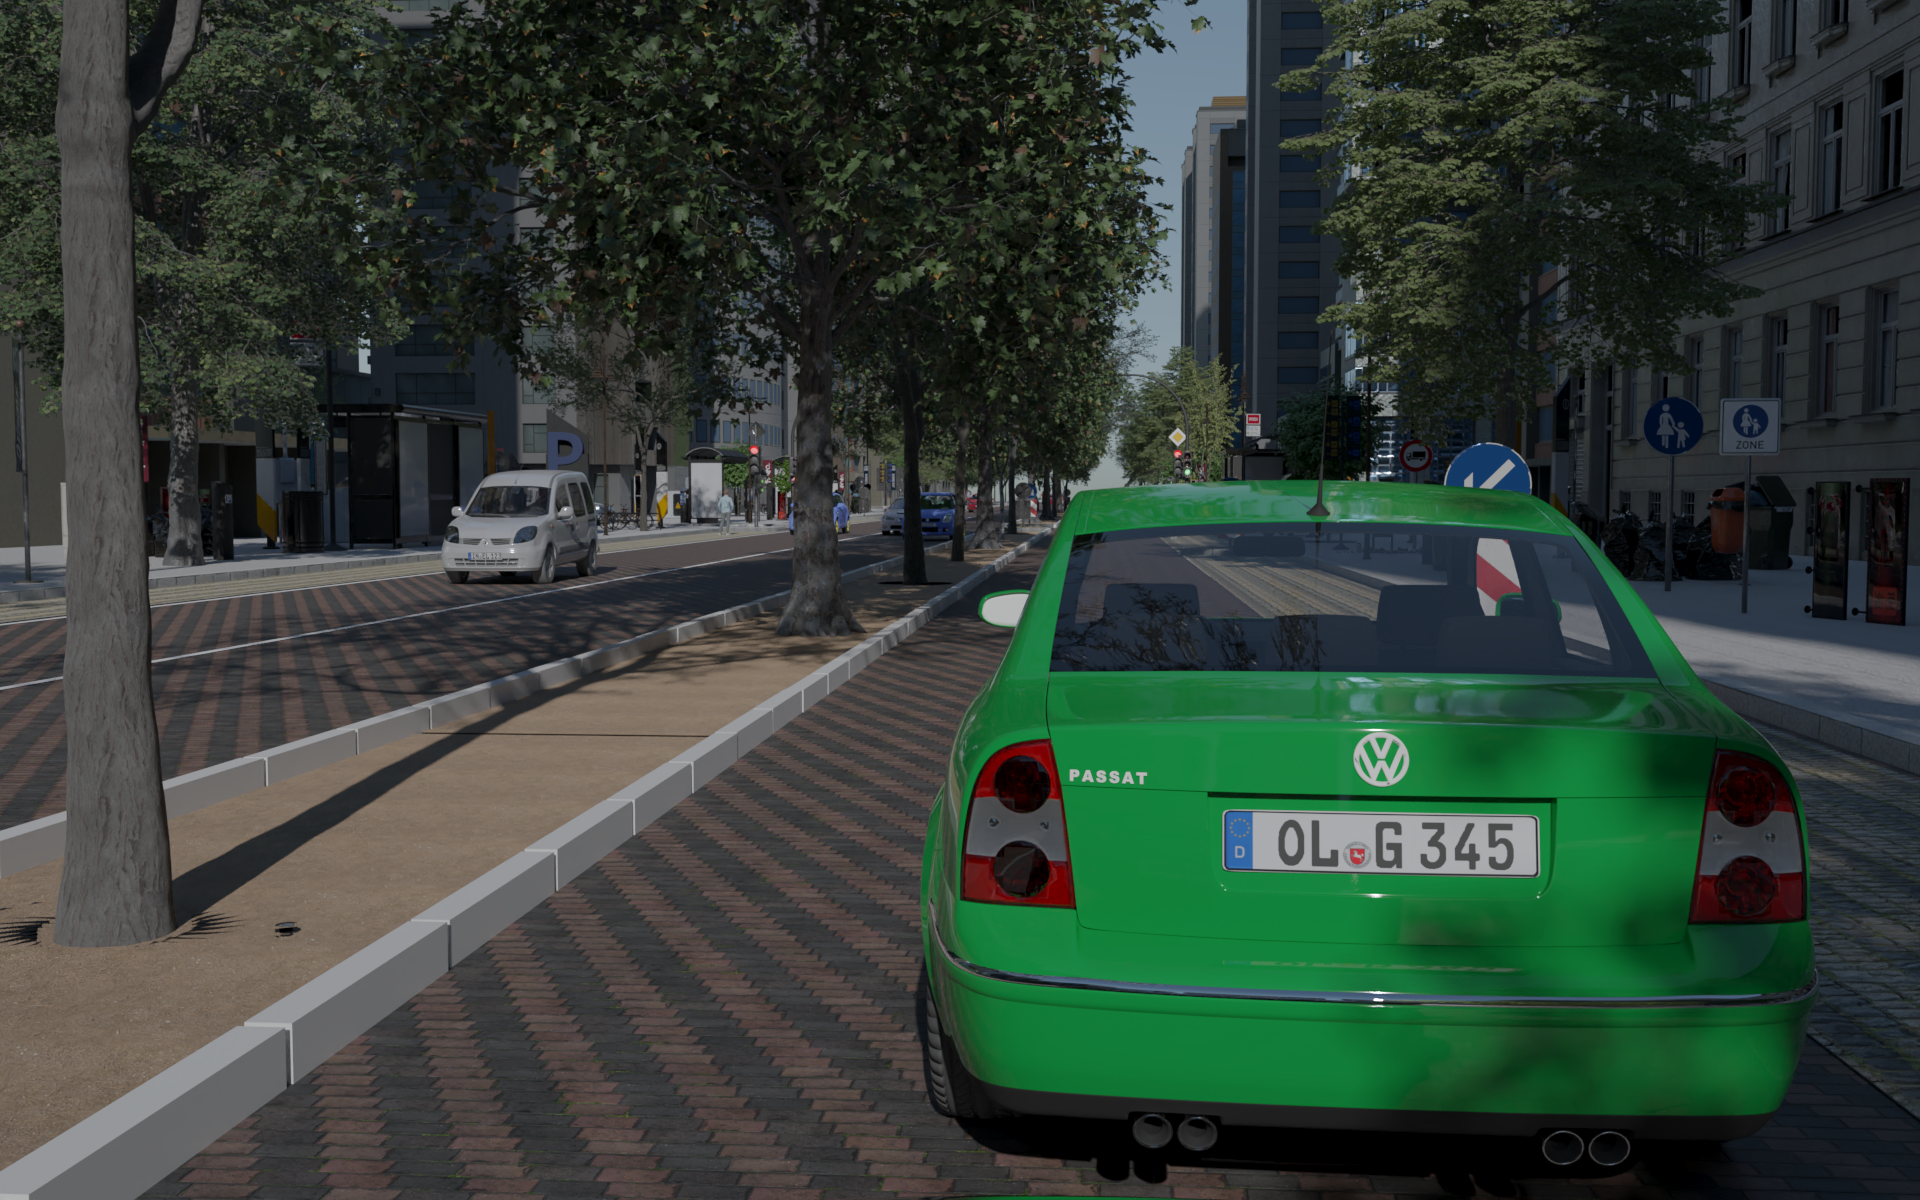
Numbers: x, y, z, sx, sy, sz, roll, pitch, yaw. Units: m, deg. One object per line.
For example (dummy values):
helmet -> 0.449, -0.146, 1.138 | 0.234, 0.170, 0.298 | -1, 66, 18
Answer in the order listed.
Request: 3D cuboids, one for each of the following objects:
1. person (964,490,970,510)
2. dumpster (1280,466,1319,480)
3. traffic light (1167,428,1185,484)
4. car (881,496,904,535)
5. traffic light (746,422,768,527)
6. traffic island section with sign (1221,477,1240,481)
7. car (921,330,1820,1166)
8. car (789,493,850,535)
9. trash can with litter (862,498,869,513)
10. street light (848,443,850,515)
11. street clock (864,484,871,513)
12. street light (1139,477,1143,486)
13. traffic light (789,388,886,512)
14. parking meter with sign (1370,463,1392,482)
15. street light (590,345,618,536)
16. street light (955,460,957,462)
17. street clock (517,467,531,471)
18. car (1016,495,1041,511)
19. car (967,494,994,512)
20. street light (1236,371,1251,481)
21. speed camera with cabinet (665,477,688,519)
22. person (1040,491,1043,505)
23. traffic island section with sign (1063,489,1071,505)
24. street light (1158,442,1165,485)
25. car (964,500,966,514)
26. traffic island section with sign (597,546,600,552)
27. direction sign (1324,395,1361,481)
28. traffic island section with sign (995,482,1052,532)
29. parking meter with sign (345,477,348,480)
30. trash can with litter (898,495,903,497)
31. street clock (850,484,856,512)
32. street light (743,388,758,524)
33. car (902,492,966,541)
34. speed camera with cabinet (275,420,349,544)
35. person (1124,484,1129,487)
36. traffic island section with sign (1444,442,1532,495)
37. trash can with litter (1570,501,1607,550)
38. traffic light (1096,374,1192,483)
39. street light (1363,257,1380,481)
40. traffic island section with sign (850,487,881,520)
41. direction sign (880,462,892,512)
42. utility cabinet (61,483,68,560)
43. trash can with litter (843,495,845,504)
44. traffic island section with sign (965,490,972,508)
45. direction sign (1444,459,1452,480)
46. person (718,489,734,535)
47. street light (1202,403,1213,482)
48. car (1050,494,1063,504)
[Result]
person -> 0.633, -9.184, 158.522 | 0.599, 1.838, 0.709 | 1, 4, 20
dumpster -> 10.499, -3.105, 53.265 | 1.502, 2.255, 1.985 | 0, 4, 4
traffic light -> 9.209, -5.170, 73.454 | 0.839, 4.253, 0.868 | 0, 4, 5
car -> -1.659, -3.021, 61.757 | 2.083, 1.381, 4.827 | 0, 4, 5
traffic light -> -7.854, -4.765, 66.826 | 0.839, 4.253, 0.868 | 0, 4, 5
traffic island section with sign -> 6.244, -1.981, 41.011 | 1.989, 1.847, 2.006 | 0, 4, 5
car -> 0.970, 0.216, 5.259 | 1.959, 1.807, 4.718 | 0, 4, 6
car -> -5.009, -3.192, 61.781 | 1.945, 1.707, 3.694 | 0, 4, 6
trash can with litter -> -6.501, -6.544, 118.380 | 0.624, 1.170, 1.055 | 0, 4, -3
street light -> -6.779, -8.118, 105.511 | 0.468, 5.910, 1.993 | 0, 4, 5
street clock -> -6.390, -7.061, 120.017 | 0.471, 2.002, 0.358 | 0, 4, -4
street light -> 25.381, -16.633, 244.736 | 0.468, 5.910, 1.993 | 0, 4, 5
traffic light -> -5.106, -6.115, 74.648 | 4.771, 5.953, 1.251 | 0, 4, 5
parking meter with sign -> 23.191, -6.143, 96.698 | 1.738, 3.016, 0.543 | 1, 4, 17
street light -> -10.974, -4.937, 53.501 | 0.468, 5.910, 1.993 | 0, 4, 5
street light -> -0.335, -12.889, 183.519 | 0.468, 5.910, 1.993 | 0, 4, 5
street clock -> -11.711, -2.571, 46.608 | 0.471, 2.002, 0.358 | -1, 4, -17
car -> 5.773, -8.357, 145.672 | 2.155, 1.783, 4.494 | 0, 4, 3
car -> 1.623, -7.775, 136.154 | 2.155, 1.783, 4.494 | 0, 4, 4
street light -> 10.612, -5.638, 64.961 | 0.468, 5.910, 1.993 | 0, 4, 5
speed camera with cabinet -> -14.620, -5.942, 91.488 | 0.660, 3.252, 2.038 | 3, 5, 44
person -> 11.391, -14.005, 237.420 | 1.348, 1.831, 0.705 | 3, 5, 44
traffic island section with sign -> 9.158, -8.593, 148.624 | 2.006, 1.907, 1.989 | 0, 4, 5
street light -> 17.435, -10.706, 147.827 | 0.468, 5.910, 1.993 | 0, 4, 5
car -> -0.639, -6.253, 114.033 | 2.131, 1.459, 4.920 | 0, 4, 3
traffic island section with sign -> -9.918, -2.062, 42.347 | 1.989, 1.847, 2.006 | 0, 4, 5
direction sign -> 8.790, -2.927, 39.851 | 0.876, 3.537, 0.379 | -1, 4, -11
traffic island section with sign -> 2.379, -3.561, 66.356 | 2.006, 1.907, 1.989 | 0, 4, 5
parking meter with sign -> -27.824, -5.090, 79.485 | 1.738, 3.016, 0.543 | 3, 5, 42
trash can with litter -> -4.957, -8.449, 149.533 | 1.055, 1.170, 0.624 | -2, 4, -32
street clock -> -7.811, -7.438, 126.188 | 0.358, 2.002, 0.471 | -3, 4, -36
street light -> -9.139, -6.267, 75.248 | 0.468, 5.910, 1.993 | 0, 4, 5
car -> -0.801, -2.723, 54.118 | 1.945, 1.707, 3.694 | 0, 4, 6
speed camera with cabinet -> -16.864, -3.094, 44.920 | 2.038, 3.252, 0.660 | -3, 5, -42
person -> 5.976, -3.259, 61.967 | 0.419, 1.800, 0.721 | 1, 4, 12
traffic island section with sign -> 4.027, -0.337, 14.142 | 1.989, 1.847, 2.006 | 0, 4, 5
trash can with litter -> 10.495, -1.036, 28.331 | 1.055, 1.170, 0.624 | 3, 5, 45
traffic light -> 6.461, -5.557, 65.526 | 4.771, 5.953, 1.251 | 0, 4, 5
street light -> 7.988, -3.733, 33.828 | 0.468, 5.910, 1.993 | 0, 4, 5
traffic island section with sign -> -5.387, -5.430, 97.411 | 1.989, 1.847, 2.006 | 0, 4, 5
direction sign -> -5.244, -7.977, 122.413 | 0.876, 3.537, 0.379 | 0, 4, 3
utility cabinet -> -17.174, -1.545, 33.942 | 0.318, 1.500, 1.173 | 0, 4, -4
trash can with litter -> -9.700, -8.061, 142.854 | 1.678, 1.210, 2.233 | 1, 4, 15
traffic island section with sign -> 0.884, -10.083, 173.491 | 1.989, 1.847, 2.006 | 0, 4, 5
direction sign -> 31.455, -7.276, 110.967 | 0.876, 3.537, 0.379 | 0, 4, 6
person -> -8.129, -3.052, 60.216 | 0.589, 1.601, 0.330 | 1, 4, 19
street light -> 12.313, -6.953, 86.465 | 0.468, 5.910, 1.993 | 0, 4, 5
car -> 11.582, -12.347, 210.919 | 2.155, 1.783, 4.494 | 0, 4, 3
